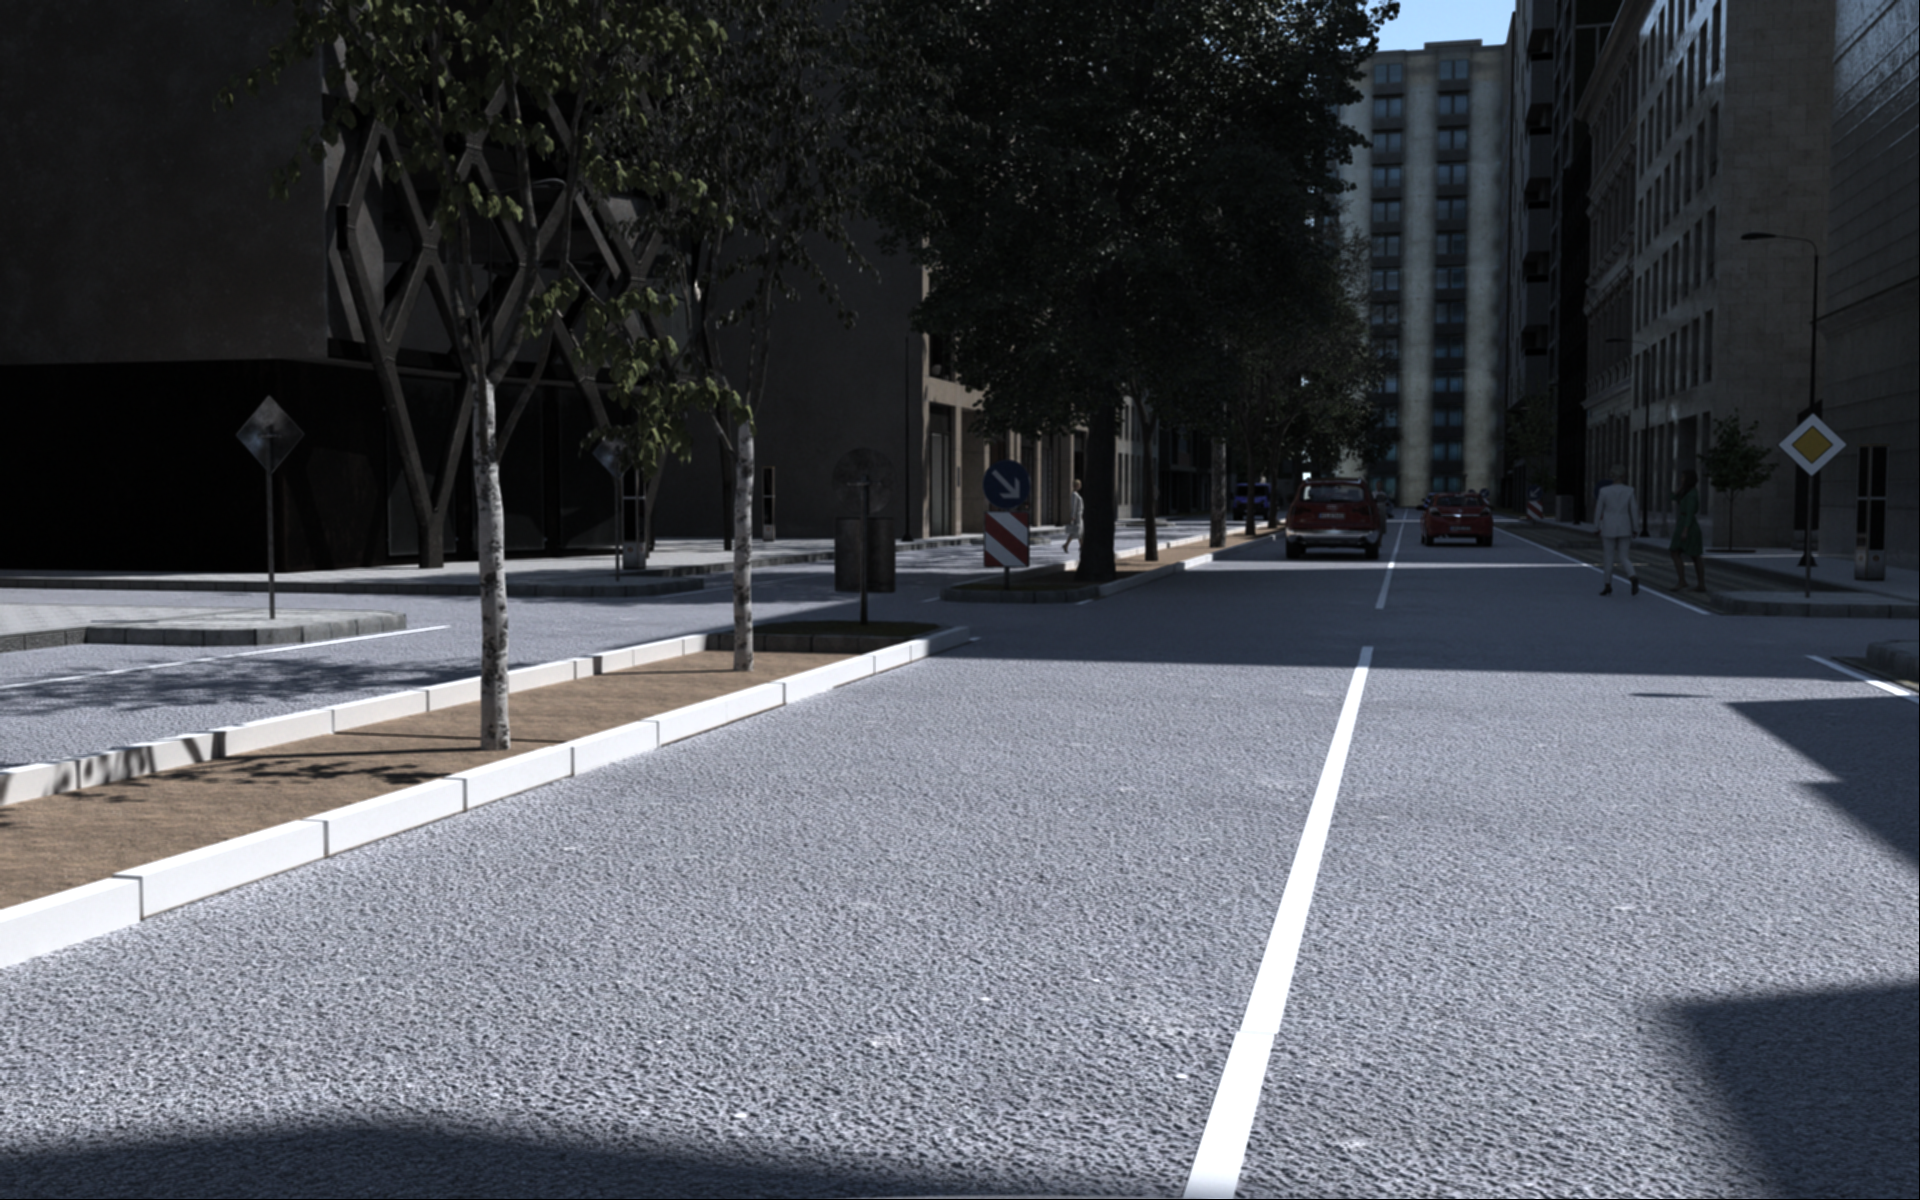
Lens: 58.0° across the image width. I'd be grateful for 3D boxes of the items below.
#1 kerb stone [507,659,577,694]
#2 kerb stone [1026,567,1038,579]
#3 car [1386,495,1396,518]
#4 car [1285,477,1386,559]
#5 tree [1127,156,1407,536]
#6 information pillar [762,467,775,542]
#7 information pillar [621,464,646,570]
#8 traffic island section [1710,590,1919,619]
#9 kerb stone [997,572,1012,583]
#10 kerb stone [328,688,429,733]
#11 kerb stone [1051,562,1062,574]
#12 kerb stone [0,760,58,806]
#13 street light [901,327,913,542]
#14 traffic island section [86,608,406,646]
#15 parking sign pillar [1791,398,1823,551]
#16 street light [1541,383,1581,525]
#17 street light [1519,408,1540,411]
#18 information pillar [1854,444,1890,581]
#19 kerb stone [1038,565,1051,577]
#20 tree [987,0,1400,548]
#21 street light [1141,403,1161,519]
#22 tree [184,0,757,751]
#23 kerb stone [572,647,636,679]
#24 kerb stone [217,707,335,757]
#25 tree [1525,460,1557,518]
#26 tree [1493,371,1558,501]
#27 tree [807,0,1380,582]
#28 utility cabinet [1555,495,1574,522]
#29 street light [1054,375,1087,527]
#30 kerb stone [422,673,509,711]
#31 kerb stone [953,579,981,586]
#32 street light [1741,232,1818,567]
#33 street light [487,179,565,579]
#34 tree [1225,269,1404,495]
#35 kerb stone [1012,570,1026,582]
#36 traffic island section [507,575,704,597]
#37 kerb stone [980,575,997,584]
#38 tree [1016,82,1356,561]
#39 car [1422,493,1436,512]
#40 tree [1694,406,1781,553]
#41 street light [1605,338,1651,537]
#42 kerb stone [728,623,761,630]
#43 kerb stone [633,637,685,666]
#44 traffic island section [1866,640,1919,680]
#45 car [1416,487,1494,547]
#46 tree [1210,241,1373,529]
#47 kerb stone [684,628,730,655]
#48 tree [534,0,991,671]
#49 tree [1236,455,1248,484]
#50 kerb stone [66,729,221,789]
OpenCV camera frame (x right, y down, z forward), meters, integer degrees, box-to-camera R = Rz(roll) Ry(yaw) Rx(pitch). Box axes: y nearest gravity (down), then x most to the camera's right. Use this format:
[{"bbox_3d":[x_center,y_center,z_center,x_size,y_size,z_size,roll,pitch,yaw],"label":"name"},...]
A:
[{"bbox_3d":[-3.148,0.575,12.831,0.120,0.150,1.000,1,4,15],"label":"kerb stone"},{"bbox_3d":[1.116,-0.427,29.194,0.120,0.150,1.000,1,4,15],"label":"kerb stone"},{"bbox_3d":[25.018,-5.605,103.637,2.014,1.417,4.499,1,4,16],"label":"car"},{"bbox_3d":[8.617,-1.907,39.846,2.281,1.827,5.304,1,4,14],"label":"car"},{"bbox_3d":[9.964,-8.935,58.921,12.009,13.543,11.850,0,3,0],"label":"tree"},{"bbox_3d":[-5.168,-2.586,46.773,0.304,2.012,0.304,0,3,0],"label":"information pillar"},{"bbox_3d":[-5.551,-1.527,29.455,0.304,2.012,0.304,1,4,16],"label":"information pillar"},{"bbox_3d":[10.512,0.051,21.447,2.009,0.180,2.903,1,4,15],"label":"traffic island section"},{"bbox_3d":[0.600,-0.307,27.216,0.120,0.150,1.000,1,4,15],"label":"kerb stone"},{"bbox_3d":[-3.673,0.699,10.855,0.120,0.150,1.000,1,4,15],"label":"kerb stone"},{"bbox_3d":[1.640,-0.547,31.180,0.120,0.150,1.000,1,4,15],"label":"kerb stone"},{"bbox_3d":[-4.439,0.876,7.870,0.120,0.150,1.000,1,4,15],"label":"kerb stone"},{"bbox_3d":[-0.903,-4.526,46.547,1.470,5.913,1.316,1,4,15],"label":"street light"},{"bbox_3d":[-7.073,0.276,17.766,2.009,0.180,2.903,1,4,15],"label":"traffic island section"},{"bbox_3d":[19.728,-3.110,39.320,1.447,3.967,1.447,3,4,38],"label":"parking sign pillar"},{"bbox_3d":[25.330,-6.118,72.563,1.470,5.913,1.316,1,4,15],"label":"street light"},{"bbox_3d":[30.825,-7.387,93.325,1.470,5.913,1.316,1,4,15],"label":"street light"},{"bbox_3d":[13.500,-1.294,25.648,0.304,2.012,0.304,0,4,-5],"label":"information pillar"},{"bbox_3d":[1.379,-0.489,30.192,0.120,0.150,1.000,1,4,15],"label":"kerb stone"},{"bbox_3d":[5.907,-11.518,46.660,12.611,20.169,13.585,0,3,0],"label":"tree"},{"bbox_3d":[9.908,-7.072,88.160,1.470,5.913,1.316,1,4,15],"label":"street light"},{"bbox_3d":[-2.617,-3.447,9.183,4.737,8.622,4.395,0,3,0],"label":"tree"},{"bbox_3d":[-2.883,0.512,13.821,0.120,0.150,1.000,1,4,15],"label":"kerb stone"},{"bbox_3d":[-3.926,0.759,9.851,0.120,0.150,1.000,1,4,15],"label":"kerb stone"},{"bbox_3d":[33.064,-6.321,97.958,1.663,3.219,1.824,0,3,0],"label":"tree"},{"bbox_3d":[34.153,-9.351,103.255,4.737,8.622,4.395,0,3,0],"label":"tree"},{"bbox_3d":[2.253,-7.282,28.167,9.857,13.997,8.962,0,3,0],"label":"tree"},{"bbox_3d":[27.684,-4.165,79.267,1.020,1.237,0.306,-3,4,-37],"label":"utility cabinet"},{"bbox_3d":[4.398,-5.799,67.360,1.470,5.913,1.316,1,4,15],"label":"street light"},{"bbox_3d":[-3.409,0.633,11.843,0.120,0.150,1.000,1,4,15],"label":"kerb stone"},{"bbox_3d":[0.083,-0.180,25.233,0.120,0.150,1.000,1,4,15],"label":"kerb stone"},{"bbox_3d":[14.555,-3.562,30.782,1.470,5.913,1.316,1,4,15],"label":"street light"},{"bbox_3d":[-6.492,-3.258,25.809,1.470,5.913,1.316,1,4,15],"label":"street light"},{"bbox_3d":[16.147,-9.953,82.199,9.611,12.733,9.660,0,3,0],"label":"tree"},{"bbox_3d":[0.861,-0.367,28.204,0.120,0.150,1.000,1,4,15],"label":"kerb stone"},{"bbox_3d":[-5.060,-0.197,25.494,2.009,0.180,2.903,1,4,15],"label":"traffic island section"},{"bbox_3d":[0.341,-0.245,26.223,0.120,0.150,1.000,1,4,15],"label":"kerb stone"},{"bbox_3d":[4.188,-6.116,36.874,8.767,10.594,7.601,1,4,15],"label":"tree"},{"bbox_3d":[31.764,-6.472,115.414,1.945,1.707,3.694,1,4,14],"label":"car"},{"bbox_3d":[16.971,-2.657,38.046,1.663,3.219,1.824,0,3,0],"label":"tree"},{"bbox_3d":[19.883,-4.835,51.588,1.470,5.913,1.316,1,4,15],"label":"street light"},{"bbox_3d":[-2.116,0.333,16.793,0.120,0.150,1.000,1,4,15],"label":"kerb stone"},{"bbox_3d":[-2.630,0.452,14.812,0.120,0.150,1.000,1,4,15],"label":"kerb stone"},{"bbox_3d":[8.499,0.524,13.719,2.009,0.180,2.903,1,4,15],"label":"traffic island section"},{"bbox_3d":[13.979,-2.434,48.831,2.155,1.783,4.494,1,4,13],"label":"car"},{"bbox_3d":[12.911,-8.709,70.597,9.928,11.665,9.643,0,3,0],"label":"tree"},{"bbox_3d":[-2.371,0.391,15.803,0.120,0.150,1.000,1,4,15],"label":"kerb stone"},{"bbox_3d":[-1.703,-3.739,13.948,4.360,8.622,3.978,0,3,0],"label":"tree"},{"bbox_3d":[23.200,-9.826,144.373,4.285,4.588,4.351,0,3,0],"label":"tree"},{"bbox_3d":[-4.179,0.816,8.861,0.120,0.150,1.000,1,4,15],"label":"kerb stone"}]
